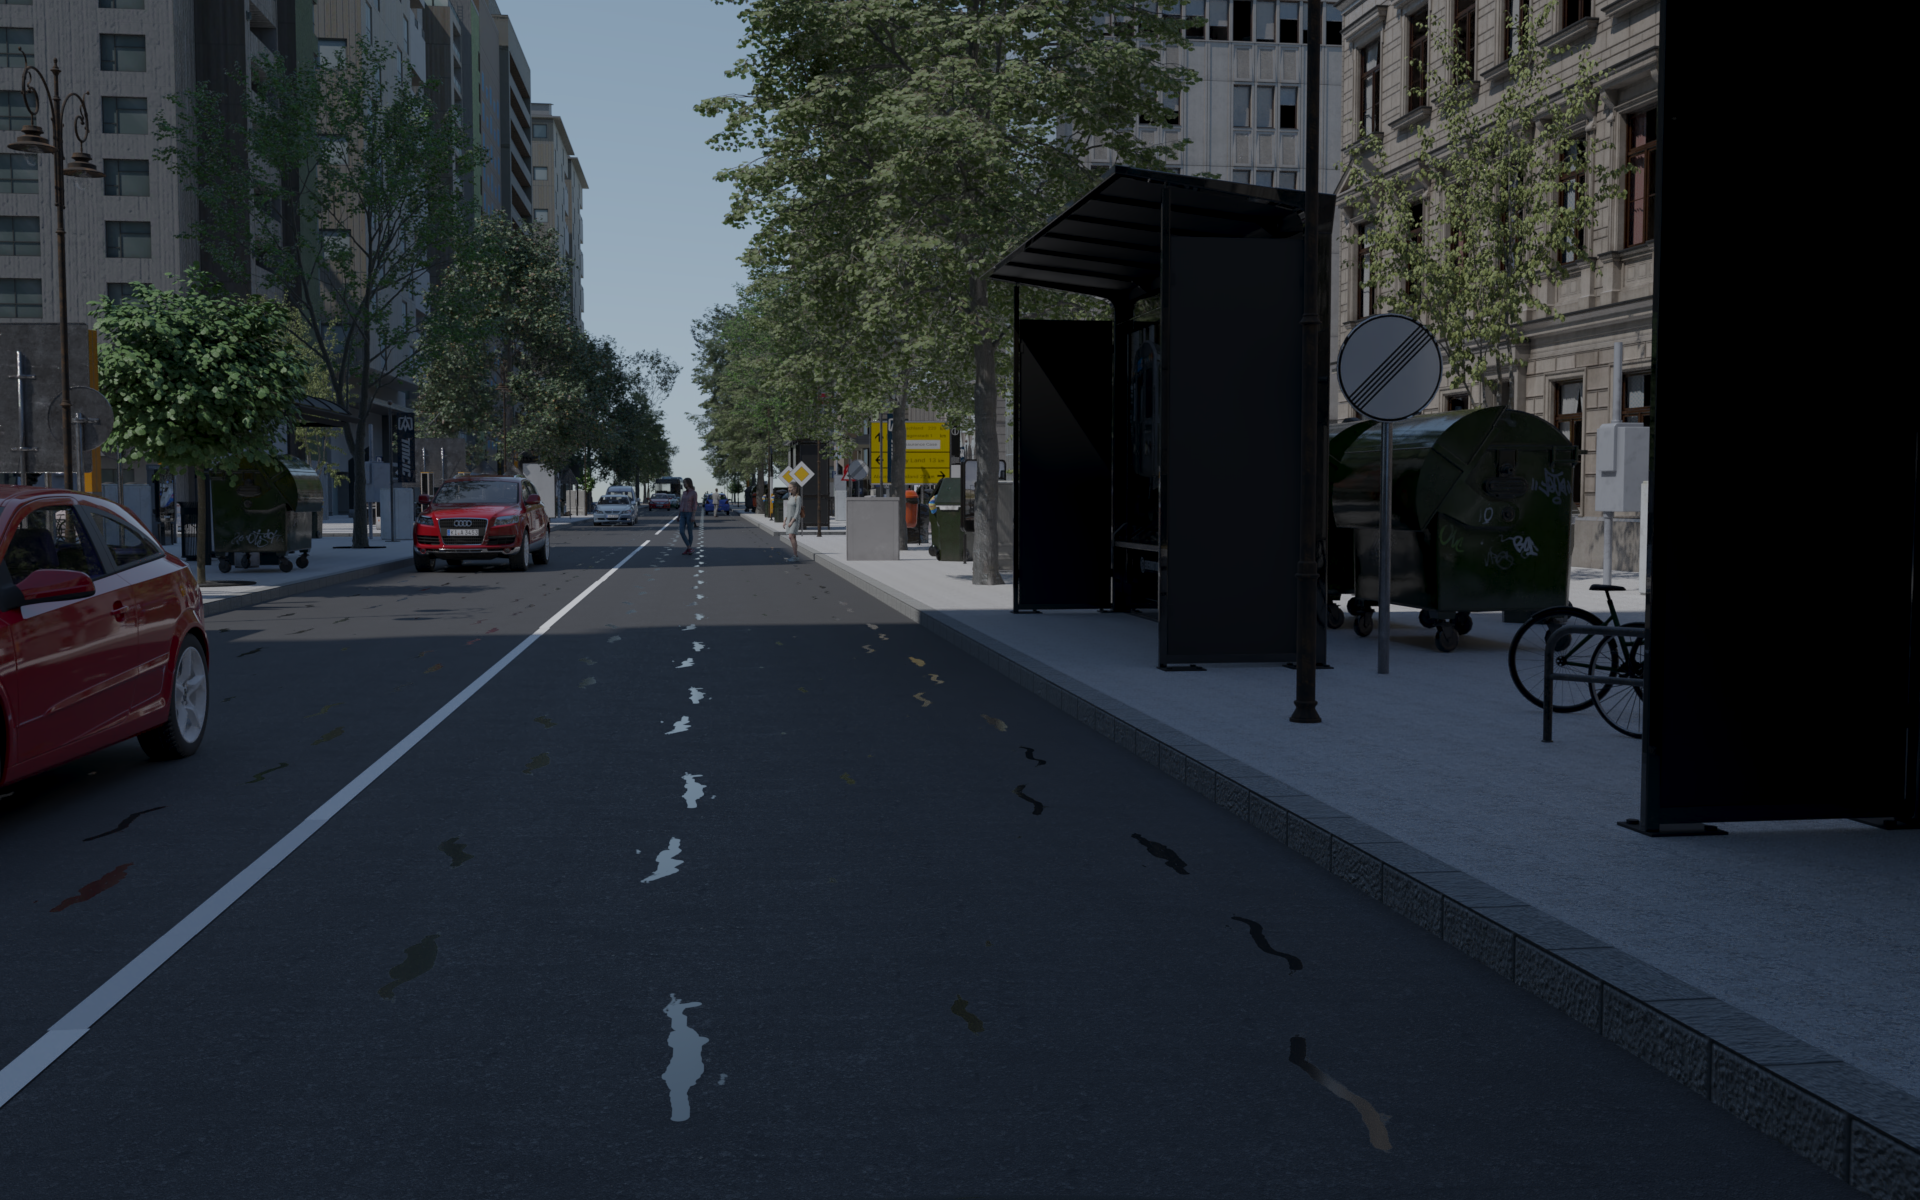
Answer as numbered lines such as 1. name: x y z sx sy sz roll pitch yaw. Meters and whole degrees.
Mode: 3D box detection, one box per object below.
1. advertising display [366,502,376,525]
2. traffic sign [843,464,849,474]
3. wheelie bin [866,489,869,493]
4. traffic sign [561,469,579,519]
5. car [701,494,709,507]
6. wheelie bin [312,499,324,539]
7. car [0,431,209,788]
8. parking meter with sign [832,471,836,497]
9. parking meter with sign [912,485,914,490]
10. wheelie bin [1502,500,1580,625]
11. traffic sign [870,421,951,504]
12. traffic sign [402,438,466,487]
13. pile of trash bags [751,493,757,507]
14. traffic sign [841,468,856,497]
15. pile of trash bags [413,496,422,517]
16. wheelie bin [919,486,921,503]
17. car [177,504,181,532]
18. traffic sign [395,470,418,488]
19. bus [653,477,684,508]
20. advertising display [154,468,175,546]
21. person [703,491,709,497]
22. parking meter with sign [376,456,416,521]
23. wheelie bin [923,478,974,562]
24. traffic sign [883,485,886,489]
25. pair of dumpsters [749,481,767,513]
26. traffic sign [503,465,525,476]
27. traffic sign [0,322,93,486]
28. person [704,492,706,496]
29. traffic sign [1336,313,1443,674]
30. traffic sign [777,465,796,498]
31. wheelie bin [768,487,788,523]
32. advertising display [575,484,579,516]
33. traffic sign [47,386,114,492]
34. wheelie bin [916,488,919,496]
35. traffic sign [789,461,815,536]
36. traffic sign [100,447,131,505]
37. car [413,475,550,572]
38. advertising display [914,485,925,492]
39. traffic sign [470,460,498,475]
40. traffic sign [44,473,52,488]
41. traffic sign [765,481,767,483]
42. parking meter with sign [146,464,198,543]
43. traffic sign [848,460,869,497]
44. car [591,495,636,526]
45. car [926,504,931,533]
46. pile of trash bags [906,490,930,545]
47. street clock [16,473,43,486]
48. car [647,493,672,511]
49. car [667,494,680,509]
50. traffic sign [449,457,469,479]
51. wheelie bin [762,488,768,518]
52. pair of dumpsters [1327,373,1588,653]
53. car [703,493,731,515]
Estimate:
1. advertising display: -24.396 -4.067 71.709 0.974 1.923 0.123 -1 4 -16
2. traffic sign: -4.386 -4.327 70.847 0.768 2.556 0.104 0 4 -1
3. wheelie bin: -6.051 -6.254 110.165 0.980 1.594 0.693 -3 5 -39
4. traffic sign: -19.928 -5.413 88.506 0.884 2.594 0.081 0 4 -4
5. car: -27.303 -10.889 189.835 2.131 1.459 4.920 -1 4 -10
6. wheelie bin: -18.794 -2.574 49.990 0.980 1.594 0.693 0 4 -2
7. car: -4.897 0.070 7.902 2.155 1.783 4.494 0 4 -7
8. parking meter with sign: -9.232 -8.168 129.801 0.543 3.016 1.738 -1 4 -9
9. parking meter with sign: -2.900 -7.298 115.583 0.543 3.016 1.738 -1 4 -18
10. wheelie bin: 5.729 -0.574 17.290 0.693 1.594 0.980 3 4 38
11. traffic sign: -1.374 -3.318 48.119 2.265 3.308 0.079 0 4 0
12. traffic sign: -19.103 -4.220 62.875 2.265 3.308 0.079 0 4 -7
13. pile of trash bags: -12.134 -6.366 113.842 3.447 1.369 1.912 -3 4 -36
14. traffic sign: -4.333 -4.243 69.382 0.884 2.594 0.081 0 4 -4
15. pile of trash bags: -29.605 -5.207 94.888 1.912 1.369 3.447 1 4 15
16. wheelie bin: -0.212 -1.697 35.659 0.693 1.594 0.980 2 4 35
17. car: -26.620 -2.523 53.614 4.827 1.381 2.083 0 4 -8
18. traffic sign: -19.350 -3.633 60.591 0.795 2.450 0.064 0 4 1
19. bus: -30.009 -11.276 179.214 2.948 3.499 13.247 0 4 -7
20. advertising display: -19.819 -2.322 43.173 0.123 1.923 0.974 0 4 -4
21. person: -35.828 -14.528 245.665 1.348 1.869 0.705 -1 4 -15
22. parking meter with sign: -26.346 -5.181 80.974 0.543 3.016 1.738 3 5 42
23. wheelie bin: -0.067 -1.543 33.135 0.980 1.594 0.693 2 4 31
24. traffic sign: -2.768 -3.883 63.598 0.768 2.556 0.104 0 4 -6
25. pair of dumpsters: -13.678 -7.136 119.162 1.574 2.255 4.437 -1 4 -9
26. traffic sign: -15.209 -3.387 59.027 0.795 2.450 0.064 -1 4 -8
27. traffic sign: -11.459 -1.634 20.593 2.265 3.308 0.079 0 4 1
28. person: -35.956 -14.390 244.687 0.541 1.710 0.530 1 4 15
29. traffic sign: 3.028 -0.746 12.307 0.768 2.556 0.104 0 4 -4
30. traffic sign: -5.962 -3.470 60.370 0.795 2.450 0.064 -1 4 -8
31. wheelie bin: -7.997 -4.273 77.764 0.980 1.594 0.693 0 4 -6
32. advertising display: -22.536 -5.912 101.882 0.123 1.923 0.974 -1 4 -17
33. traffic sign: -10.375 -1.244 20.448 0.768 2.556 0.104 0 4 -2
34. wheelie bin: -1.328 -3.555 66.028 0.693 1.594 0.980 3 4 37
35. traffic sign: -4.794 -2.986 52.470 0.795 2.450 0.064 -1 4 -8
36. traffic sign: -12.802 -1.609 26.415 0.768 2.556 0.104 0 4 1
37. car: -9.253 -1.535 33.777 2.281 1.827 5.304 0 4 -6
38. advertising display: -2.347 -5.634 97.326 0.123 1.923 0.974 -2 4 -25
39. traffic sign: -14.041 -2.904 51.128 0.795 2.450 0.064 -1 4 -8
40. traffic sign: -11.447 -1.324 21.754 0.768 2.556 0.104 0 4 -4
41. traffic sign: -15.186 -8.058 133.874 0.606 2.300 0.079 0 4 1
42. parking meter with sign: -20.756 -2.981 45.003 1.738 3.016 0.543 -1 4 -21
43. traffic sign: -3.767 -3.920 64.203 0.768 2.556 0.104 0 4 1
44. car: -15.789 -4.104 79.098 2.014 1.417 4.499 -1 4 -9
45. car: -0.339 -2.796 58.077 4.827 1.381 2.083 0 4 -7
46. pile of trash bags: -1.647 -2.130 44.582 1.912 1.369 3.447 -1 4 -17
47. street clock: -14.281 -1.348 26.604 0.358 2.002 0.471 1 4 9
48. car: -25.601 -8.467 147.483 2.155 1.783 4.494 -1 4 -10
49. car: -27.369 -9.224 162.603 2.131 1.459 4.920 -1 4 -9
50. traffic sign: -17.721 -3.762 61.518 0.884 2.594 0.081 0 4 1
51. wheelie bin: -10.258 -5.291 94.408 0.980 1.594 0.693 -1 4 -22
52. pair of dumpsters: 4.053 -0.826 15.991 1.574 2.255 4.437 -1 4 -8
53. car: -16.826 -6.755 120.042 1.945 1.707 3.694 -1 4 -8
